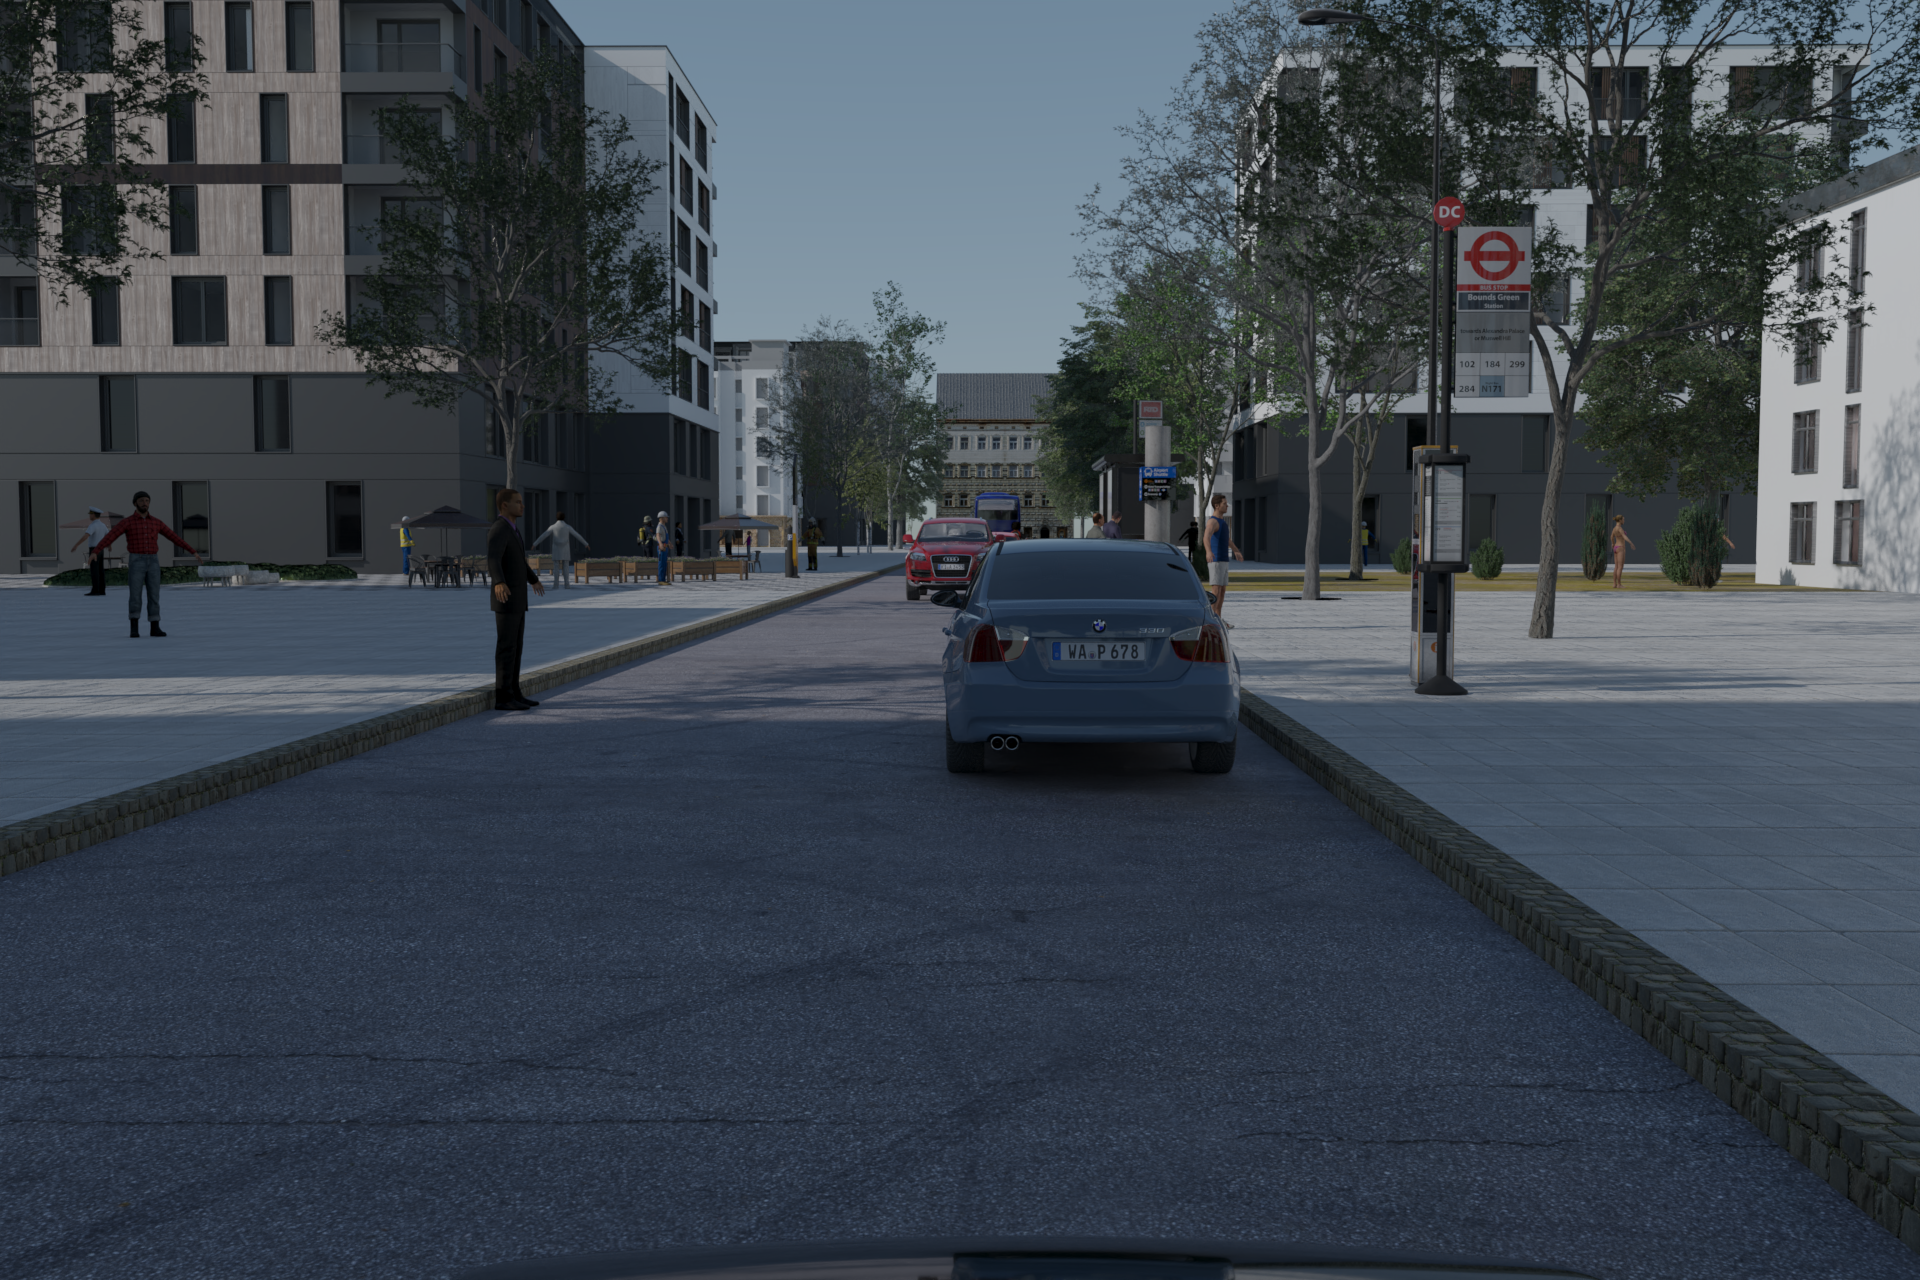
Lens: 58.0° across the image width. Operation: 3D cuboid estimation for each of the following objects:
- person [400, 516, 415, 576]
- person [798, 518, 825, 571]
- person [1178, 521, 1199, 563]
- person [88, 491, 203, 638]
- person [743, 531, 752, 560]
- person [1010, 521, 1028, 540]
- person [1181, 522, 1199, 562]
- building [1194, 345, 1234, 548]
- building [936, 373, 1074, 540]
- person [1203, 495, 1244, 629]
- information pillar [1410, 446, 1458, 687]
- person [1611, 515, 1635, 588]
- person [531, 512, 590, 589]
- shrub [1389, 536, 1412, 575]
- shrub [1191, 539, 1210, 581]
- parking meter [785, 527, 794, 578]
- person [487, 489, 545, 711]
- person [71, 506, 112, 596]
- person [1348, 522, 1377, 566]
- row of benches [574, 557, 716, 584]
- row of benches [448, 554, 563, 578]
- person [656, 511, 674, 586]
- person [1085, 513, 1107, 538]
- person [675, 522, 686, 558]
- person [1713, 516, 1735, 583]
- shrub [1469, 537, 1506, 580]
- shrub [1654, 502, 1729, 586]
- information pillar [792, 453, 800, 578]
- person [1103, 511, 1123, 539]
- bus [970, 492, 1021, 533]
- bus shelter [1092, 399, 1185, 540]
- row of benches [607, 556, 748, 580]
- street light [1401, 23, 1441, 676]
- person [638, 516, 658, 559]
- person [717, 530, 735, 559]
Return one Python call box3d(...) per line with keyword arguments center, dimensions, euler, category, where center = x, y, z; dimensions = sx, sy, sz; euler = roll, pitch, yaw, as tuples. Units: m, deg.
box3d(center=(-17.135, -2.921, 53.733), dimensions=(0.705, 1.833, 1.349), euler=(-2, 4, -28), category="person")
box3d(center=(-5.186, -3.356, 60.636), dimensions=(1.354, 1.858, 0.705), euler=(3, 5, 39), category="person")
box3d(center=(9.618, -3.999, 71.566), dimensions=(1.347, 1.806, 0.705), euler=(2, 4, 27), category="person")
box3d(center=(-10.144, -0.944, 21.542), dimensions=(1.345, 1.816, 0.704), euler=(-3, 5, -42), category="person")
box3d(center=(-9.588, -4.214, 78.160), dimensions=(0.599, 1.433, 0.991), euler=(-2, 4, -25), category="person")
box3d(center=(1.769, -2.779, 54.036), dimensions=(1.345, 1.843, 0.704), euler=(1, 4, 22), category="person")
box3d(center=(9.960, -4.111, 73.347), dimensions=(1.346, 1.812, 0.704), euler=(-2, 4, -31), category="person")
box3d(center=(28.051, -19.088, 168.506), dimensions=(16.016, 20.090, 11.380), euler=(0, 4, 1), category="building")
box3d(center=(5.914, -24.551, 234.792), dimensions=(18.063, 23.208, 19.493), euler=(0, 4, 0), category="building")
box3d(center=(3.509, -1.049, 23.325), dimensions=(0.704, 1.807, 1.345), euler=(2, 4, 27), category="person")
box3d(center=(3.981, -0.616, 14.568), dimensions=(0.304, 2.012, 0.304), euler=(0, 4, 1), category="information pillar")
box3d(center=(15.693, -2.093, 41.020), dimensions=(0.721, 1.733, 1.217), euler=(0, 4, -1), category="person")
box3d(center=(-9.363, -2.107, 40.636), dimensions=(1.347, 1.806, 0.705), euler=(-1, 4, -15), category="person")
box3d(center=(14.171, -2.685, 55.009), dimensions=(1.383, 1.207, 1.383), euler=(0, 3, 0), category="shrub")
box3d(center=(6.736, -2.221, 47.424), dimensions=(1.383, 1.207, 1.383), euler=(0, 3, 0), category="shrub")
box3d(center=(-4.967, -2.605, 50.999), dimensions=(0.372, 1.533, 0.369), euler=(0, 3, 0), category="parking meter")
box3d(center=(-3.663, -0.337, 14.196), dimensions=(0.704, 1.802, 1.346), euler=(0, 4, -1), category="person")
box3d(center=(-18.004, -1.851, 36.049), dimensions=(0.704, 1.855, 1.343), euler=(0, 4, 5), category="person")
box3d(center=(16.009, -3.817, 68.873), dimensions=(1.216, 1.772, 0.721), euler=(0, 4, -8), category="person")
box3d(center=(-8.383, -1.865, 45.955), dimensions=(4.104, 0.672, 1.422), euler=(-3, 5, -40), category="row of benches")
box3d(center=(-13.654, -2.272, 52.617), dimensions=(1.422, 0.672, 4.104), euler=(3, 4, 36), category="row of benches")
box3d(center=(-7.385, -2.285, 43.222), dimensions=(0.705, 1.847, 1.347), euler=(0, 4, 1), category="person")
box3d(center=(2.407, -1.301, 30.006), dimensions=(0.705, 1.796, 1.348), euler=(-2, 4, -28), category="person")
box3d(center=(-10.540, -3.592, 65.455), dimensions=(0.721, 1.740, 1.216), euler=(0, 4, 5), category="person")
box3d(center=(19.954, -2.426, 45.791), dimensions=(0.704, 1.817, 1.347), euler=(-1, 4, -13), category="person")
box3d(center=(14.661, -2.266, 48.160), dimensions=(1.383, 1.207, 1.383), euler=(0, 3, 0), category="shrub")
box3d(center=(18.163, -2.381, 42.969), dimensions=(1.661, 2.075, 1.752), euler=(0, 3, 0), category="shrub")
box3d(center=(-4.762, -3.592, 50.082), dimensions=(0.183, 3.616, 0.504), euler=(0, 4, 3), category="information pillar")
box3d(center=(3.315, -1.872, 37.098), dimensions=(0.568, 1.767, 0.683), euler=(-3, 4, -37), category="person")
box3d(center=(2.069, -6.712, 101.289), dimensions=(2.896, 3.916, 12.251), euler=(0, 3, 0), category="bus")
box3d(center=(4.934, -4.393, 49.451), dimensions=(2.179, 5.291, 8.768), euler=(0, 4, 1), category="bus shelter")
box3d(center=(-8.028, -2.034, 48.721), dimensions=(4.104, 0.672, 1.422), euler=(1, 4, 9), category="row of benches")
box3d(center=(4.770, -2.625, 15.452), dimensions=(1.470, 5.913, 1.316), euler=(0, 4, 1), category="street light")
box3d(center=(-9.948, -3.032, 55.348), dimensions=(0.705, 1.856, 1.354), euler=(-3, 5, -44), category="person")
box3d(center=(-9.482, -3.952, 70.750), dimensions=(0.705, 1.813, 1.348), euler=(1, 4, 22), category="person")
